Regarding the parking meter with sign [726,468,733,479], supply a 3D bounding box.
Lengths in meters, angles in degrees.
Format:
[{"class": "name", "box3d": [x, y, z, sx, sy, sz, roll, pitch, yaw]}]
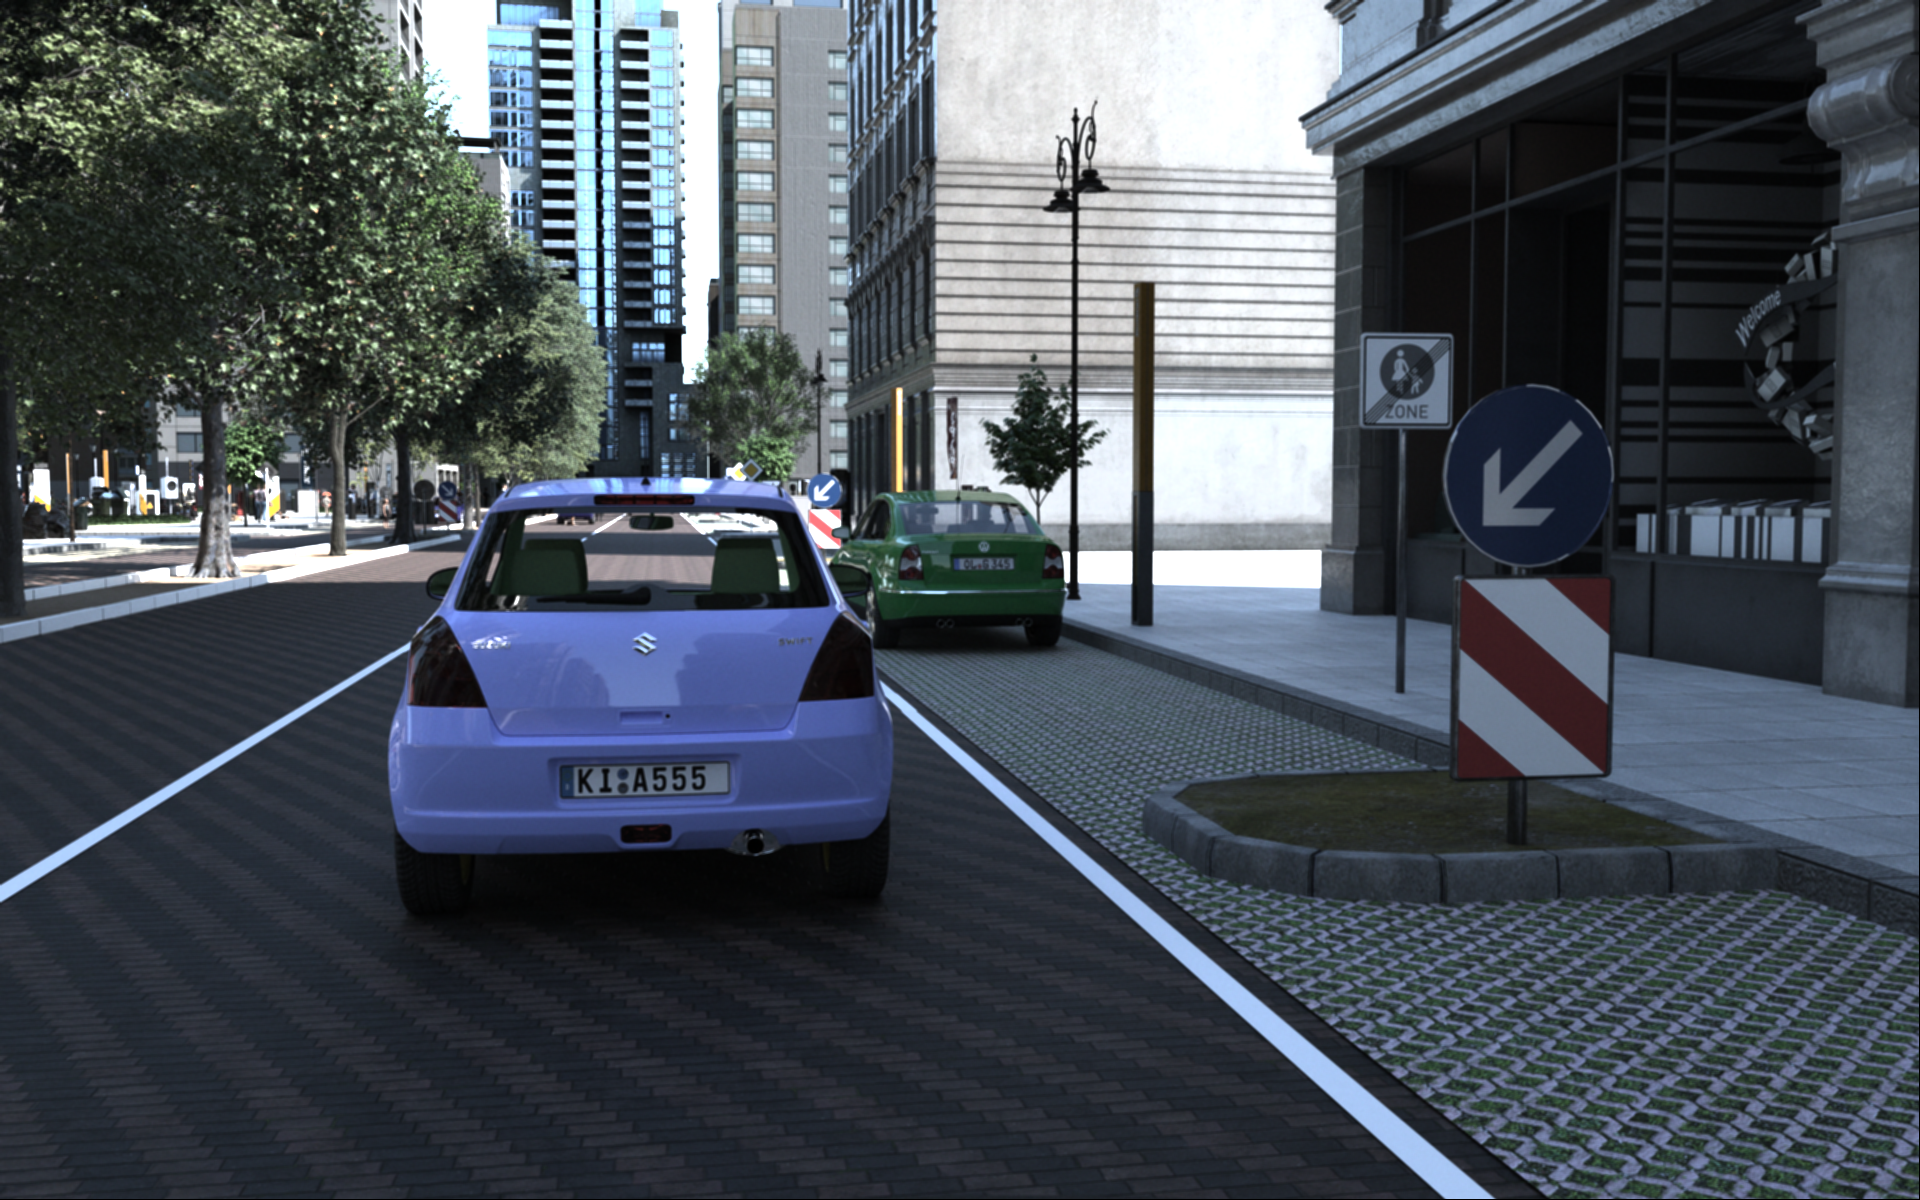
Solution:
[{"class": "parking meter with sign", "box3d": [-15.571, -7.348, 116.401, 0.543, 3.016, 1.738, -1, 4, -16]}]

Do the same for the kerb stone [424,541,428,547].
[{"class": "kerb stone", "box3d": [-14.414, -1.472, 46.323, 0.120, 0.150, 1.000, -1, 4, -10]}]

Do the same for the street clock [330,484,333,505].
[{"class": "street clock", "box3d": [-46.080, -7.515, 127.434, 0.471, 2.002, 0.358, 2, 4, 27]}]

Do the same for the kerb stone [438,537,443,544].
[{"class": "kerb stone", "box3d": [-14.937, -1.659, 49.355, 0.120, 0.150, 1.000, -1, 4, -10]}]

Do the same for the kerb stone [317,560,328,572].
[{"class": "kerb stone", "box3d": [-11.958, -0.610, 32.212, 0.120, 0.150, 1.000, -1, 4, -10]}]

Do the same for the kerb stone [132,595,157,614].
[{"class": "kerb stone", "box3d": [-10.025, 0.067, 21.113, 0.120, 0.150, 1.000, -1, 4, -10]}]

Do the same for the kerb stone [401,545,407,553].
[{"class": "kerb stone", "box3d": [-13.705, -1.229, 42.294, 0.120, 0.150, 1.000, -1, 4, -10]}]

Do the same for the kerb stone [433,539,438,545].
[{"class": "kerb stone", "box3d": [-14.756, -1.595, 48.350, 0.120, 0.150, 1.000, -1, 4, -10]}]

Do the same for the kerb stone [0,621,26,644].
[{"class": "kerb stone", "box3d": [-9.322, 0.313, 17.080, 0.120, 0.150, 1.000, -1, 4, -10]}]

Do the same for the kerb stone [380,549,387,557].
[{"class": "kerb stone", "box3d": [-13.181, -1.044, 39.266, 0.120, 0.150, 1.000, -1, 4, -10]}]

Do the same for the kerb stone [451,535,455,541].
[{"class": "kerb stone", "box3d": [-15.462, -1.846, 52.385, 0.120, 0.150, 1.000, -1, 4, -10]}]

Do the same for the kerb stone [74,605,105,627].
[{"class": "kerb stone", "box3d": [-9.677, 0.189, 19.098, 0.120, 0.150, 1.000, -1, 4, -10]}]

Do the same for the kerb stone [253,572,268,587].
[{"class": "kerb stone", "box3d": [-11.068, -0.304, 27.164, 0.120, 0.150, 1.000, -1, 4, -10]}]

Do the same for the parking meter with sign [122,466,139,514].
[{"class": "parking meter with sign", "box3d": [-51.179, -6.752, 106.650, 1.738, 3.016, 0.543, 1, 4, 21]}]

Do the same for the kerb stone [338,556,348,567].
[{"class": "kerb stone", "box3d": [-12.301, -0.736, 34.233, 0.120, 0.150, 1.000, -1, 4, -10]}]

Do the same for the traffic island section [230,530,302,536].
[{"class": "traffic island section", "box3d": [-24.332, -2.356, 60.804, 2.009, 0.180, 2.903, -1, 4, -10]}]

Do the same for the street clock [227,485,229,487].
[{"class": "street clock", "box3d": [-38.772, -5.283, 90.948, 0.358, 2.002, 0.471, 0, 3, 0]}]

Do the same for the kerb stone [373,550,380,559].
[{"class": "kerb stone", "box3d": [-13.007, -0.972, 38.260, 0.120, 0.150, 1.000, -1, 4, -10]}]

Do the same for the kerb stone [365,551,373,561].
[{"class": "kerb stone", "box3d": [-12.833, -0.921, 37.252, 0.120, 0.150, 1.000, -1, 4, -10]}]

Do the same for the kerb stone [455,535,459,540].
[{"class": "kerb stone", "box3d": [-15.632, -1.908, 53.396, 0.120, 0.150, 1.000, -1, 4, -10]}]

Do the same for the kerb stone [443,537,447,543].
[{"class": "kerb stone", "box3d": [-15.110, -1.712, 50.363, 0.120, 0.150, 1.000, -1, 4, -10]}]

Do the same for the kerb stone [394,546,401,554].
[{"class": "kerb stone", "box3d": [-13.530, -1.168, 41.287, 0.120, 0.150, 1.000, -1, 4, -10]}]

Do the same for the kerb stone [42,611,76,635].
[{"class": "kerb stone", "box3d": [-9.489, 0.251, 18.089, 0.120, 0.150, 1.000, -1, 4, -10]}]

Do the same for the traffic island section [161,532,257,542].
[{"class": "traffic island section", "box3d": [-22.963, -1.875, 52.937, 2.009, 0.180, 2.903, -1, 4, -10]}]

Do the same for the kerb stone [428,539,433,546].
[{"class": "kerb stone", "box3d": [-14.590, -1.538, 47.338, 0.120, 0.150, 1.000, -1, 4, -10]}]

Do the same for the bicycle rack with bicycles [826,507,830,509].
[{"class": "bicycle rack with bicycles", "box3d": [-7.903, -5.237, 99.008, 2.852, 0.926, 2.925, 2, 4, 30]}]

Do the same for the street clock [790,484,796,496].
[{"class": "street clock", "box3d": [-11.833, -7.234, 122.840, 0.358, 2.002, 0.471, -3, 5, -41]}]

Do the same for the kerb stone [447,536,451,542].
[{"class": "kerb stone", "box3d": [-15.289, -1.784, 51.374, 0.120, 0.150, 1.000, -1, 4, -10]}]

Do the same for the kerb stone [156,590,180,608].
[{"class": "kerb stone", "box3d": [-10.200, 0.005, 22.120, 0.120, 0.150, 1.000, -1, 4, -10]}]

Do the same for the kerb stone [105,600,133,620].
[{"class": "kerb stone", "box3d": [-9.849, 0.133, 20.106, 0.120, 0.150, 1.000, -1, 4, -10]}]

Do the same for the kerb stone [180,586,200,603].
[{"class": "kerb stone", "box3d": [-10.372, -0.055, 23.127, 0.120, 0.150, 1.000, -1, 4, -10]}]

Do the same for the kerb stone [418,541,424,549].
[{"class": "kerb stone", "box3d": [-14.230, -1.414, 45.318, 0.120, 0.150, 1.000, -1, 4, -10]}]

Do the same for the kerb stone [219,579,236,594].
[{"class": "kerb stone", "box3d": [-10.726, -0.180, 25.141, 0.120, 0.150, 1.000, -1, 4, -10]}]

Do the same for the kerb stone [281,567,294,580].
[{"class": "kerb stone", "box3d": [-11.424, -0.427, 29.180, 0.120, 0.150, 1.000, -1, 4, -10]}]

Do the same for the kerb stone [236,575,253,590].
[{"class": "kerb stone", "box3d": [-10.900, -0.242, 26.148, 0.120, 0.150, 1.000, -1, 4, -10]}]

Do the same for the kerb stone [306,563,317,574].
[{"class": "kerb stone", "box3d": [-11.783, -0.551, 31.200, 0.120, 0.150, 1.000, -1, 4, -10]}]

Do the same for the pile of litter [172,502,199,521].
[{"class": "pile of litter", "box3d": [-37.417, -4.219, 82.949, 1.719, 0.858, 1.176, 0, 4, 0]}]

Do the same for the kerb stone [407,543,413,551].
[{"class": "kerb stone", "box3d": [-13.879, -1.291, 43.304, 0.120, 0.150, 1.000, -1, 4, -10]}]

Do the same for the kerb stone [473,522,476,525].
[{"class": "kerb stone", "box3d": [-22.560, -3.588, 80.907, 0.120, 0.150, 1.000, -1, 4, -10]}]

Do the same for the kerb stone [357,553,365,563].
[{"class": "kerb stone", "box3d": [-12.655, -0.859, 36.246, 0.120, 0.150, 1.000, -1, 4, -10]}]

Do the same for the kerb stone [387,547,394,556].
[{"class": "kerb stone", "box3d": [-13.359, -1.106, 40.274, 0.120, 0.150, 1.000, -1, 4, -10]}]

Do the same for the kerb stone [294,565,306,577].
[{"class": "kerb stone", "box3d": [-11.603, -0.487, 30.193, 0.120, 0.150, 1.000, -1, 4, -10]}]

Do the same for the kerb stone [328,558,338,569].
[{"class": "kerb stone", "box3d": [-12.138, -0.672, 33.224, 0.120, 0.150, 1.000, -1, 4, -10]}]

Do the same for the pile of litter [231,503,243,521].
[{"class": "pile of litter", "box3d": [-34.459, -4.147, 81.765, 1.719, 0.858, 1.176, 1, 4, 21]}]

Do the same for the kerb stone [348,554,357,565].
[{"class": "kerb stone", "box3d": [-12.478, -0.798, 35.239, 0.120, 0.150, 1.000, -1, 4, -10]}]

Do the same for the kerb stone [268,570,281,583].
[{"class": "kerb stone", "box3d": [-11.255, -0.365, 28.171, 0.120, 0.150, 1.000, -1, 4, -10]}]

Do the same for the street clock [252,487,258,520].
[{"class": "street clock", "box3d": [-34.379, -4.900, 84.683, 0.358, 2.002, 0.471, 1, 4, 22]}]

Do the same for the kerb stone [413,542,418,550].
[{"class": "kerb stone", "box3d": [-14.066, -1.345, 44.309, 0.120, 0.150, 1.000, -1, 4, -10]}]

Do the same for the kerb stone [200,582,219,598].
[{"class": "kerb stone", "box3d": [-10.549, -0.119, 24.135, 0.120, 0.150, 1.000, -1, 4, -10]}]
